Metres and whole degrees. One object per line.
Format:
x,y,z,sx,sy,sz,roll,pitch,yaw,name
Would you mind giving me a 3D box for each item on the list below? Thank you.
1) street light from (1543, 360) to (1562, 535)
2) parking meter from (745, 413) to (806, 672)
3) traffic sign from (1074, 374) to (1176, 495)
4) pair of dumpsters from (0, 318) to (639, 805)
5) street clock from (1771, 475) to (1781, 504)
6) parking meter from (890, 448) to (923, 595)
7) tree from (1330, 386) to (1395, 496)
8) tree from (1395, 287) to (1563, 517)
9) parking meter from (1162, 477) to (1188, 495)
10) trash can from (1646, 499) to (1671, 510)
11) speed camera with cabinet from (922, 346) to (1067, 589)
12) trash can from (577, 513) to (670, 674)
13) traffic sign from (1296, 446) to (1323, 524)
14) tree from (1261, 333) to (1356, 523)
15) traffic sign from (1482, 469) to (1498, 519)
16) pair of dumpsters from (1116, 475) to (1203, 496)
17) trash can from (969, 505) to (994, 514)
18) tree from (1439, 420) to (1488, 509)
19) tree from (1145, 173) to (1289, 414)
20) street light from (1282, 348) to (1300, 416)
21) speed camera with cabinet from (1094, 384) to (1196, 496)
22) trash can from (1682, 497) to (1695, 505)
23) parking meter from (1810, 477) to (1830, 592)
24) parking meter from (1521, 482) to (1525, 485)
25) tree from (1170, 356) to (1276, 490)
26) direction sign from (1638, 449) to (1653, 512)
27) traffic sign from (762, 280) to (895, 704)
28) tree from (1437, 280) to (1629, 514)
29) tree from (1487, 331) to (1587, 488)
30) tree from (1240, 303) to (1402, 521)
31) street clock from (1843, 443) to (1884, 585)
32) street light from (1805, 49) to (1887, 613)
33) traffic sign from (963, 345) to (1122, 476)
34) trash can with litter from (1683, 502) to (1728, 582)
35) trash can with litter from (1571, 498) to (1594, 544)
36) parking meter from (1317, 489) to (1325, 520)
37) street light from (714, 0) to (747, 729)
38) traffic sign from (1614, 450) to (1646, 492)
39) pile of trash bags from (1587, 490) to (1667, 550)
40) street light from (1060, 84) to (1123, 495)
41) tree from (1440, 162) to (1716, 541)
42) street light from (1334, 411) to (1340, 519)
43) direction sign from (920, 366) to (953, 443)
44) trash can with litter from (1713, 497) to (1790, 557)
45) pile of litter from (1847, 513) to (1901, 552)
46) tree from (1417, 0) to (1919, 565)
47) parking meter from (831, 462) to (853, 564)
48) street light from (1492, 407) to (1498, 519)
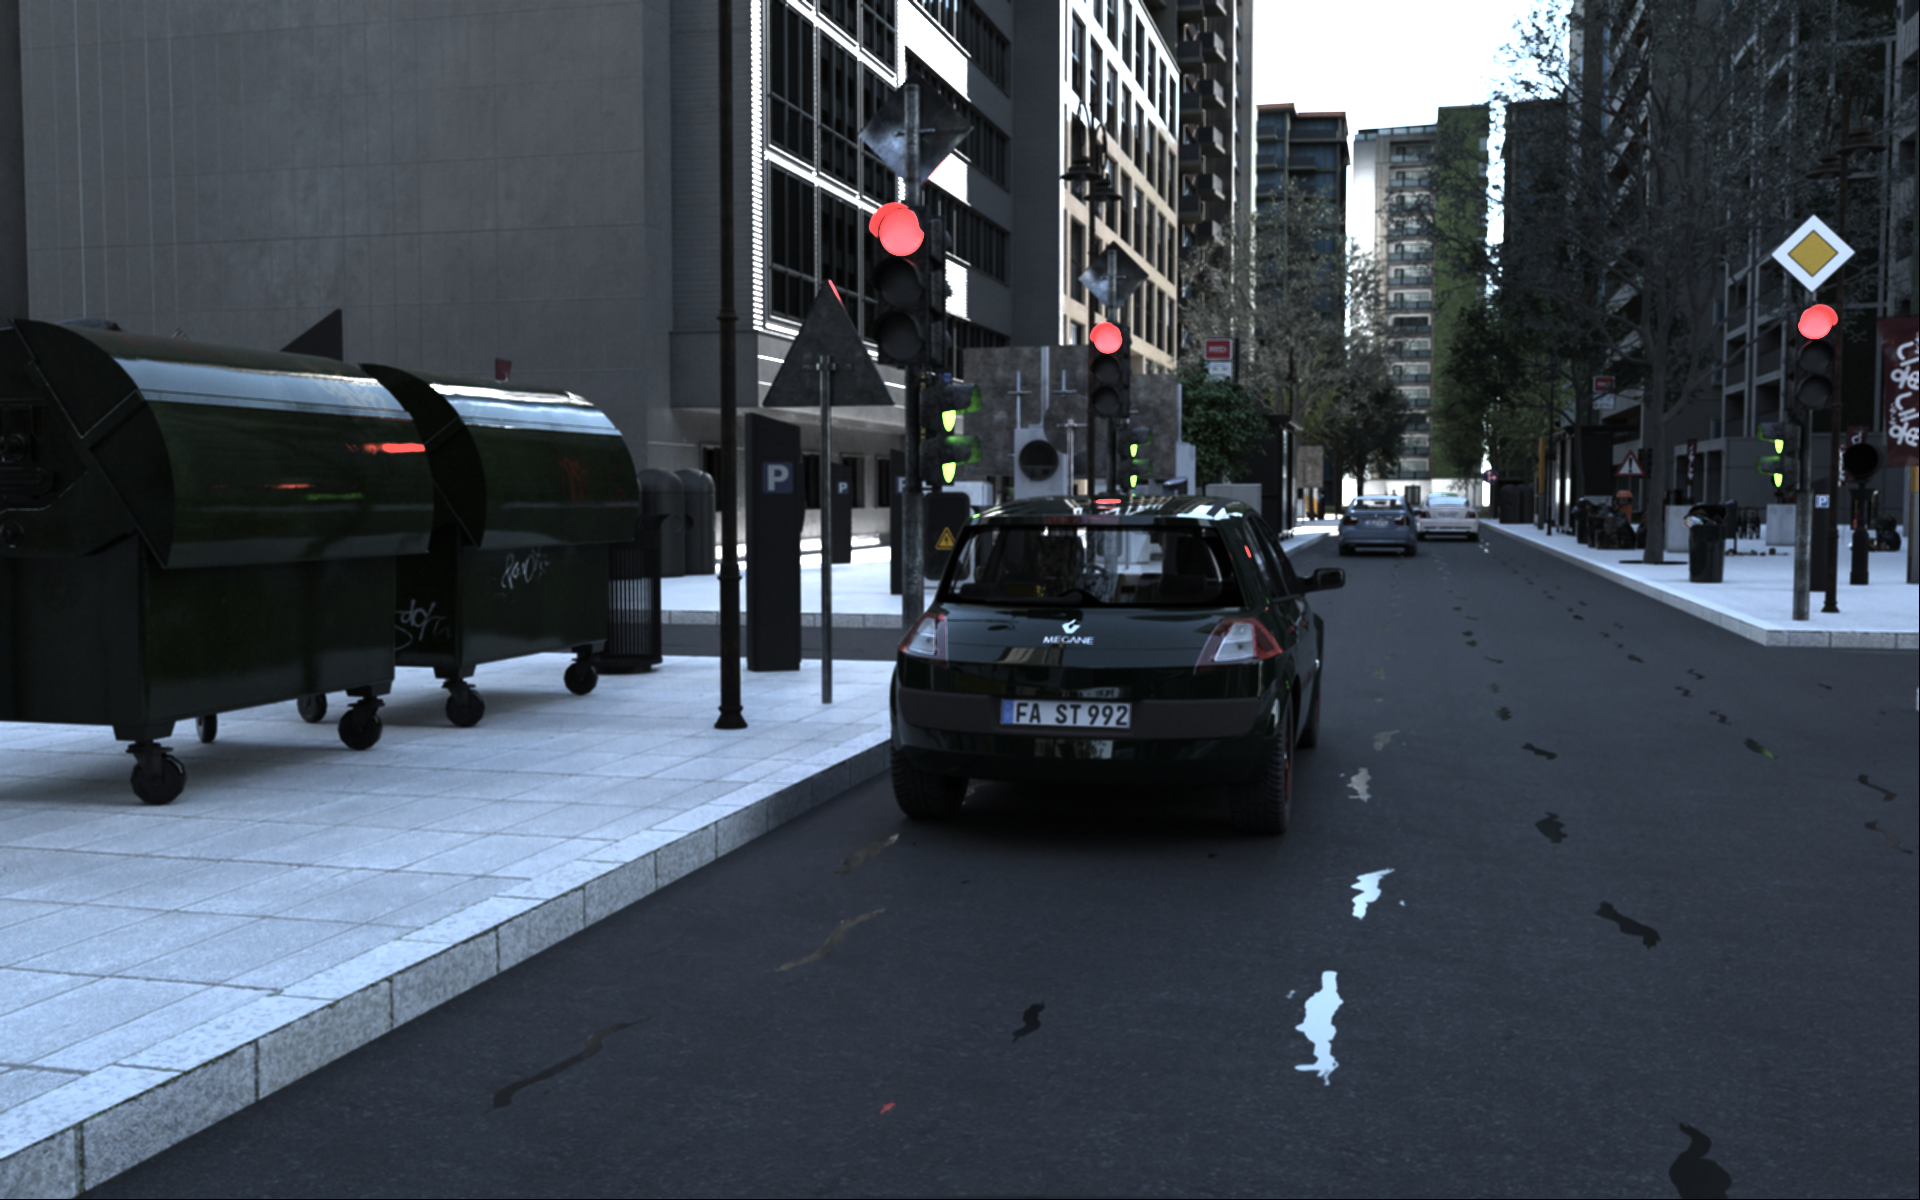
18.326,-4.948,53.694,0.468,5.910,1.993,1,4,14,street light
-1.344,-0.421,12.600,0.399,1.863,0.255,-1,4,-21,parking meter
2.545,-2.185,29.602,2.265,3.308,0.079,1,4,15,traffic sign
-3.323,-0.407,9.152,1.574,2.255,4.437,1,4,15,pair of dumpsters
28.178,-3.367,59.614,0.471,2.002,0.358,3,4,39,street clock
-0.684,-1.004,22.128,0.399,1.863,0.255,0,4,5,parking meter
35.628,-14.315,152.180,7.486,12.596,7.792,0,3,0,tree
29.277,-10.836,95.298,7.486,12.596,7.792,0,3,0,tree
3.224,-1.075,25.994,0.372,1.533,0.369,0,3,0,parking meter
21.501,-2.549,53.336,0.748,1.137,0.748,0,3,0,trash can
0.431,-1.771,23.291,2.038,3.252,0.660,1,4,13,speed camera with cabinet
-2.466,-0.053,12.516,0.748,1.137,0.748,0,3,0,trash can
14.231,-4.860,73.335,2.265,3.308,0.079,2,4,24,traffic sign
15.086,-7.719,76.574,4.737,8.622,4.395,0,3,0,tree
26.744,-5.338,87.378,0.768,2.556,0.104,1,4,19,traffic sign
3.931,-1.998,35.154,1.574,2.255,4.437,1,4,14,pair of dumpsters
0.486,-0.619,21.776,0.748,1.137,0.748,0,3,0,trash can
43.415,-12.121,148.532,4.360,8.622,3.978,0,3,0,tree
12.516,-9.493,65.579,12.009,13.543,11.850,0,3,0,tree
10.504,-5.030,55.024,0.468,5.910,1.993,1,4,14,street light
3.329,-2.276,31.552,0.660,3.252,2.038,-3,5,-42,speed camera with cabinet
33.687,-4.199,80.312,0.748,1.137,0.748,0,3,0,trash can
11.349,-0.883,22.856,0.372,1.533,0.369,0,3,0,parking meter
28.476,-4.997,87.404,0.255,1.863,0.399,1,4,8,parking meter
5.732,-3.494,40.837,4.285,4.588,4.351,0,3,0,tree
34.304,-5.793,86.705,0.876,3.537,0.379,-1,4,-15,direction sign
-0.816,-0.645,10.550,0.884,2.594,0.081,1,4,21,traffic sign
26.838,-9.503,81.133,9.928,11.665,9.643,0,3,0,tree
24.254,-7.484,72.728,4.737,8.622,4.395,0,3,0,tree
17.095,-9.146,83.946,8.767,10.594,7.601,0,4,2,tree
12.731,-1.216,24.460,0.471,2.002,0.358,3,5,44,street clock
9.446,-2.803,18.618,0.468,5.910,1.993,1,4,14,street light
1.113,-1.832,23.831,2.265,3.308,0.079,1,4,19,traffic sign
10.853,-0.854,25.356,0.624,1.170,1.055,1,4,16,trash can with litter
16.352,-2.032,44.610,1.055,1.170,0.624,-1,4,-10,trash can with litter
18.193,-4.824,87.284,0.372,1.533,0.369,0,3,0,parking meter
-1.260,-2.236,9.347,0.468,5.910,1.993,1,4,14,street light
19.822,-3.135,51.259,0.884,2.594,0.081,1,4,16,traffic sign
15.970,-1.933,41.359,1.912,1.369,3.447,1,4,15,pile of trash bags
1.528,-2.894,20.111,0.468,5.910,1.993,1,4,14,street light
16.528,-6.867,46.694,7.601,10.594,8.767,1,4,21,tree
19.575,-7.164,89.912,0.468,5.910,1.993,1,4,14,street light
-0.508,-2.362,30.619,0.876,3.537,0.379,-2,4,-33,direction sign
16.475,-1.547,36.355,2.233,1.210,1.678,0,4,-4,trash can with litter
20.622,-1.538,39.105,1.719,0.858,1.176,-3,4,-37,pile of litter
12.911,-7.406,31.452,12.009,13.543,11.850,0,3,0,tree
-2.199,-1.609,32.012,0.399,1.863,0.255,-2,4,-27,parking meter
27.679,-7.135,89.444,0.468,5.910,1.993,1,4,14,street light
